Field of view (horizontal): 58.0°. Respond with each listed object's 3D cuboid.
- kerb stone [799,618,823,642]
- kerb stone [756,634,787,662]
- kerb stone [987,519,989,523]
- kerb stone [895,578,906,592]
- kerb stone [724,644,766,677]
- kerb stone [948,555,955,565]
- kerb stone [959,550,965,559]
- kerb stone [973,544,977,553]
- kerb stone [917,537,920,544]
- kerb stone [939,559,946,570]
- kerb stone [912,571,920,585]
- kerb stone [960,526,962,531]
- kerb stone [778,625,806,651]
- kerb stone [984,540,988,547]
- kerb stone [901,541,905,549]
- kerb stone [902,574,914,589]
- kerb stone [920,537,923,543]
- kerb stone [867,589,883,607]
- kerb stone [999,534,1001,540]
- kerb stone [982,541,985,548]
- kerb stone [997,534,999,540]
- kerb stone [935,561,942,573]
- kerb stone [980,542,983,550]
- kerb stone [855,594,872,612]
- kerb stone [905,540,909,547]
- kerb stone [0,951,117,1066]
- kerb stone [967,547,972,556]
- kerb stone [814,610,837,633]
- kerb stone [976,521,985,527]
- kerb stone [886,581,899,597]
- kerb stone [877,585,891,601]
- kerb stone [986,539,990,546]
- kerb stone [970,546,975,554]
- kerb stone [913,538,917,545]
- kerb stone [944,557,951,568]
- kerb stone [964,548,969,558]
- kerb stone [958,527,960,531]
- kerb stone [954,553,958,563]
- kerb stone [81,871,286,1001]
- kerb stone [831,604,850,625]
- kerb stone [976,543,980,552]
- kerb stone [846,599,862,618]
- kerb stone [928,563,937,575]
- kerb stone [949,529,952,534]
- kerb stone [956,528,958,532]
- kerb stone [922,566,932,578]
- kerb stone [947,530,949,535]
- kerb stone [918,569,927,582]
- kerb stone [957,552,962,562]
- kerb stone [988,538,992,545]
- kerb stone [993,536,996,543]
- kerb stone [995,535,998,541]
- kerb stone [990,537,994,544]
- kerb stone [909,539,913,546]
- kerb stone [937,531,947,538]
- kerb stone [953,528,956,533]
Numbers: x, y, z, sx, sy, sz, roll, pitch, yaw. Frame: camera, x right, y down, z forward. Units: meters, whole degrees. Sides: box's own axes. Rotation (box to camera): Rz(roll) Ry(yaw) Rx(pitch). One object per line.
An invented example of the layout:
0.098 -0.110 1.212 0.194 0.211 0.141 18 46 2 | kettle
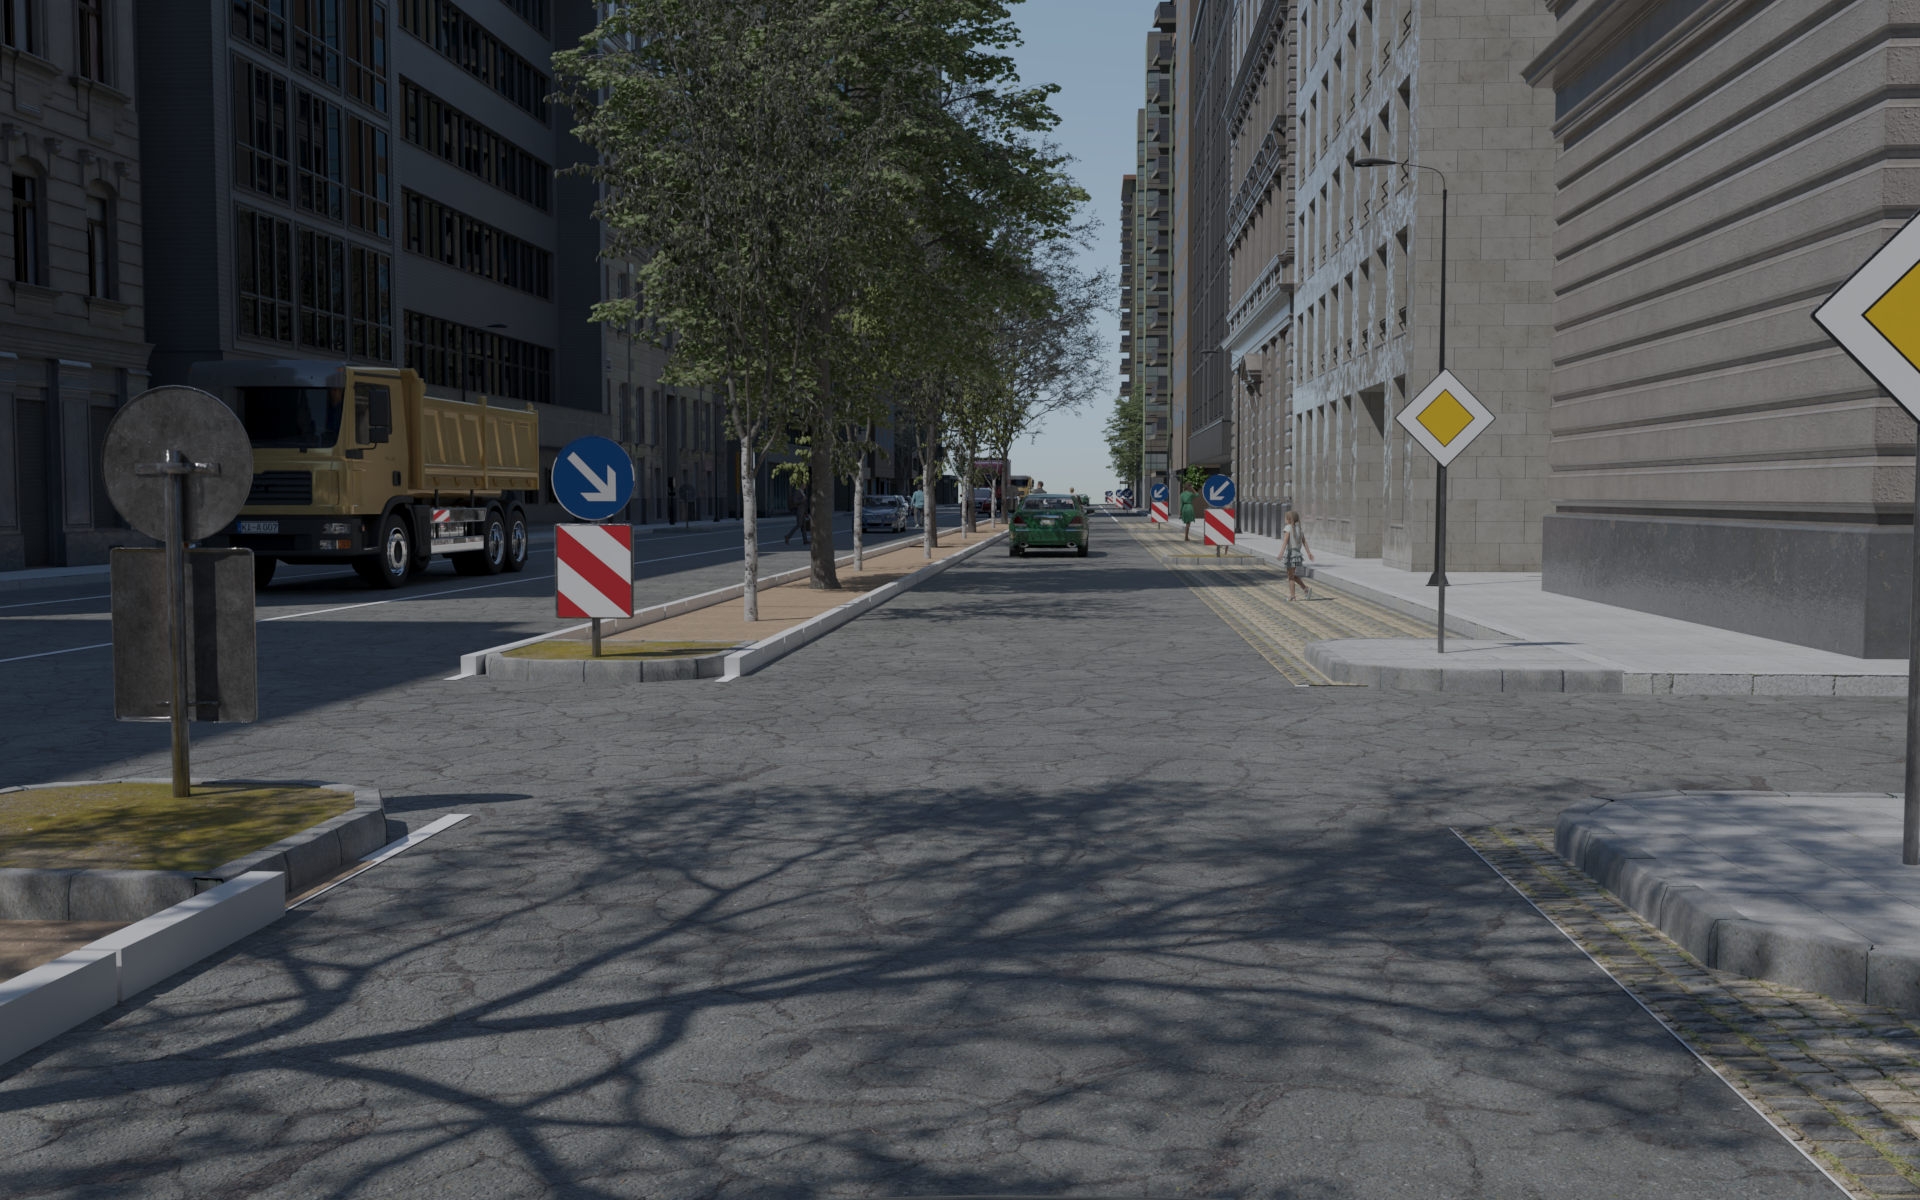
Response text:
-1.523 0.312 17.164 0.120 0.150 1.000 0 4 4 | kerb stone
-1.681 0.436 15.116 0.120 0.150 1.000 0 4 4 | kerb stone
1.164 -3.703 82.745 0.120 0.150 1.000 0 4 4 | kerb stone
-0.933 -0.192 25.349 0.120 0.150 1.000 0 4 4 | kerb stone
-1.753 0.496 14.093 0.120 0.150 1.000 0 4 4 | kerb stone
-0.255 -0.756 34.562 0.120 0.150 1.000 0 4 4 | kerb stone
-0.036 -0.937 37.628 0.120 0.150 1.000 0 4 4 | kerb stone
0.268 -1.193 41.722 0.120 0.150 1.000 0 4 4 | kerb stone
-1.309 -1.640 49.011 0.120 0.150 1.000 0 4 4 | kerb stone
-0.407 -0.630 32.517 0.120 0.150 1.000 0 4 4 | kerb stone
-0.782 -0.318 27.395 0.120 0.150 1.000 0 4 4 | kerb stone
-0.105 -2.640 65.365 0.120 0.150 1.000 0 4 4 | kerb stone
-1.603 0.371 16.141 0.120 0.150 1.000 0 4 4 | kerb stone
0.573 -1.444 45.811 0.120 0.150 1.000 0 4 4 | kerb stone
-1.612 -1.389 44.914 0.120 0.150 1.000 0 4 4 | kerb stone
-0.851 -0.252 26.375 0.120 0.150 1.000 0 4 4 | kerb stone
-1.238 -1.702 50.031 0.120 0.150 1.000 0 4 4 | kerb stone
-1.148 -0.006 22.290 0.120 0.150 1.000 0 4 4 | kerb stone
1.089 -1.883 52.974 0.120 0.150 1.000 0 4 4 | kerb stone
0.499 -1.382 44.791 0.120 0.150 1.000 0 4 4 | kerb stone
1.014 -1.820 51.950 0.120 0.150 1.000 0 4 4 | kerb stone
-0.481 -0.569 31.492 0.120 0.150 1.000 0 4 4 | kerb stone
0.417 -1.316 43.773 0.120 0.150 1.000 0 4 4 | kerb stone
-1.233 0.061 21.260 0.120 0.150 1.000 0 4 4 | kerb stone
-1.534 -1.452 45.933 0.120 0.150 1.000 0 4 4 | kerb stone
-2.463 1.090 4.368 0.120 0.150 1.000 0 4 4 | kerb stone
0.115 -1.067 39.677 0.120 0.150 1.000 0 4 4 | kerb stone
-1.448 0.245 18.183 0.120 0.150 1.000 0 4 4 | kerb stone
0.941 -3.516 79.678 0.120 0.150 1.000 0 4 4 | kerb stone
-1.010 -0.127 24.330 0.120 0.150 1.000 0 4 4 | kerb stone
-1.081 -0.068 23.309 0.120 0.150 1.000 0 4 4 | kerb stone
0.645 -1.507 46.833 0.120 0.150 1.000 0 4 4 | kerb stone
0.190 -1.132 40.703 0.120 0.150 1.000 0 4 4 | kerb stone
-1.375 -1.578 47.989 0.120 0.150 1.000 0 4 4 | kerb stone
-0.332 -0.694 33.543 0.120 0.150 1.000 0 4 4 | kerb stone
0.046 -1.007 38.655 0.120 0.150 1.000 0 4 4 | kerb stone
-0.191 -2.577 64.337 0.120 0.150 1.000 0 4 4 | kerb stone
-0.180 -0.818 35.589 0.120 0.150 1.000 0 4 4 | kerb stone
-2.389 1.028 5.389 0.120 0.150 1.000 0 4 4 | kerb stone
-1.377 0.183 19.202 0.120 0.150 1.000 0 4 4 | kerb stone
0.344 -1.257 42.753 0.120 0.150 1.000 0 4 4 | kerb stone
-1.303 0.128 20.233 0.120 0.150 1.000 0 4 4 | kerb stone
-0.554 -0.506 30.471 0.120 0.150 1.000 0 4 4 | kerb stone
-0.481 -2.326 60.240 0.120 0.150 1.000 0 4 4 | kerb stone
-0.255 -2.512 63.315 0.120 0.150 1.000 0 4 4 | kerb stone
-0.623 -0.443 29.438 0.120 0.150 1.000 0 4 4 | kerb stone
-0.559 -2.263 59.217 0.120 0.150 1.000 0 4 4 | kerb stone
-0.695 -0.377 28.419 0.120 0.150 1.000 0 4 4 | kerb stone
-0.105 -0.873 36.608 0.120 0.150 1.000 0 4 4 | kerb stone
0.719 -1.564 47.856 0.120 0.150 1.000 0 4 4 | kerb stone
0.867 -1.695 49.910 0.120 0.150 1.000 0 4 4 | kerb stone
0.944 -1.757 50.929 0.120 0.150 1.000 0 4 4 | kerb stone
0.795 -1.628 48.888 0.120 0.150 1.000 0 4 4 | kerb stone
-1.449 -1.514 46.957 0.120 0.150 1.000 0 4 4 | kerb stone
-0.633 -2.202 58.198 0.120 0.150 1.000 0 4 4 | kerb stone
-0.328 -2.452 62.290 0.120 0.150 1.000 0 4 4 | kerb stone
